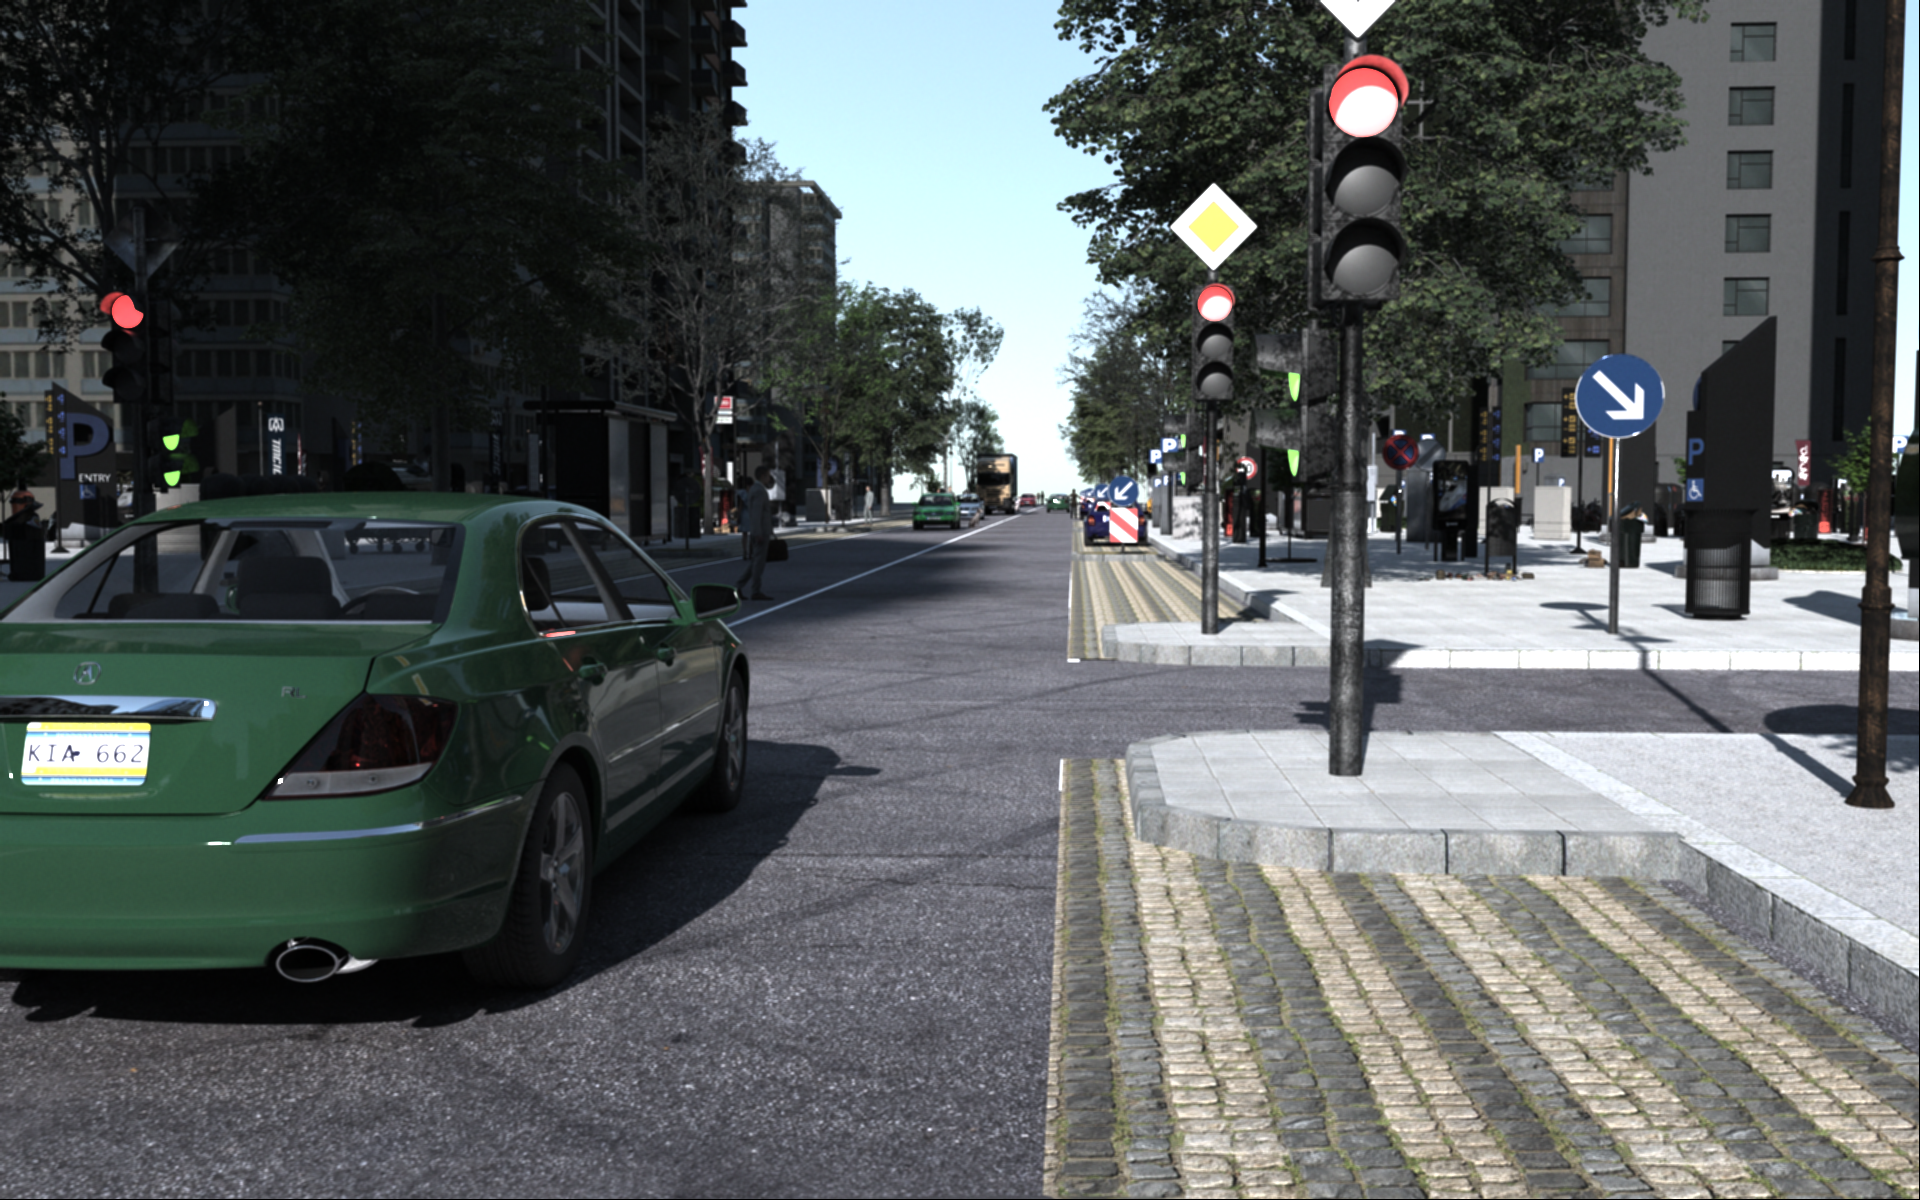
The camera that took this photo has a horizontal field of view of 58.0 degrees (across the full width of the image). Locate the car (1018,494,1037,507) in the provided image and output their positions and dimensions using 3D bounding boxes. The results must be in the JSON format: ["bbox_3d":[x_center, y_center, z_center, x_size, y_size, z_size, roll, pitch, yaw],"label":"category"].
[{"bbox_3d":[7.610,-11.322,194.158,2.155,1.783,4.494,0,4,5],"label":"car"}]

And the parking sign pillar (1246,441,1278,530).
[{"bbox_3d":[10.866,-4.482,61.746,1.447,3.967,1.447,2,4,23],"label":"parking sign pillar"}]

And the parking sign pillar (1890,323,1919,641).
[{"bbox_3d":[8.959,-1.644,15.352,1.447,3.967,1.447,-3,4,-38],"label":"parking sign pillar"}]

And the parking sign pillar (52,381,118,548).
[{"bbox_3d":[-21.114,-3.263,41.819,1.447,3.967,1.447,-2,4,-34],"label":"parking sign pillar"}]

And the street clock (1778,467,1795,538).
[{"bbox_3d":[21.987,-2.549,46.244,0.471,2.002,0.358,1,4,12],"label":"street clock"}]

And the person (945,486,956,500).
[{"bbox_3d":[-0.509,-4.614,84.038,0.694,1.812,0.767,-1,4,-20],"label":"person"}]

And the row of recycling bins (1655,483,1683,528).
[{"bbox_3d":[26.557,-3.570,65.484,1.069,1.692,3.534,2,4,33],"label":"row of recycling bins"}]

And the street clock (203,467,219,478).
[{"bbox_3d":[-20.135,-2.573,46.642,0.358,2.002,0.471,0,4,2],"label":"street clock"}]

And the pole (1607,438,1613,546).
[{"bbox_3d":[16.037,-2.983,42.613,0.158,3.312,0.155,0,3,0],"label":"pole"}]

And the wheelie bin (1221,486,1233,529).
[{"bbox_3d":[10.078,-3.430,63.981,0.980,1.594,0.693,3,5,44],"label":"wheelie bin"}]

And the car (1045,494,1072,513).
[{"bbox_3d":[7.639,-7.501,134.446,2.131,1.459,4.920,0,4,3],"label":"car"}]

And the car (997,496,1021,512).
[{"bbox_3d":[4.010,-7.985,142.919,2.083,1.381,4.827,0,4,2],"label":"car"}]

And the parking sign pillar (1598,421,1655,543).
[{"bbox_3d":[17.798,-3.523,46.075,1.447,3.967,1.447,2,4,25],"label":"parking sign pillar"}]

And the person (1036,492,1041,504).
[{"bbox_3d":[11.152,-14.487,246.178,1.217,1.723,0.721,0,4,7],"label":"person"}]

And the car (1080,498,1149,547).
[{"bbox_3d":[4.316,-2.184,48.293,1.945,1.354,3.894,0,4,4],"label":"car"}]

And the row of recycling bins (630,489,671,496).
[{"bbox_3d":[-11.074,-3.292,60.938,1.069,1.692,3.534,1,4,9],"label":"row of recycling bins"}]

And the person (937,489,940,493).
[{"bbox_3d":[-1.363,-5.963,106.544,0.990,1.755,0.434,-3,5,-43],"label":"person"}]

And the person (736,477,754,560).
[{"bbox_3d":[-4.535,-1.770,37.530,0.616,1.811,0.778,0,4,-2],"label":"person"}]

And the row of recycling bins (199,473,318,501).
[{"bbox_3d":[-14.086,-1.709,35.062,1.069,1.692,3.534,1,4,9],"label":"row of recycling bins"}]

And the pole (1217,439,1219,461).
[{"bbox_3d":[9.550,-4.336,64.742,0.158,3.312,0.155,0,3,0],"label":"pole"}]

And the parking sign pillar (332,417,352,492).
[{"bbox_3d":[-21.760,-4.463,61.435,1.447,3.967,1.447,0,4,4],"label":"parking sign pillar"}]

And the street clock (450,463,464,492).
[{"bbox_3d":[-11.664,-2.163,39.930,0.471,2.002,0.358,2,4,34],"label":"street clock"}]

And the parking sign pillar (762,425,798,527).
[{"bbox_3d":[-7.093,-4.858,67.904,1.447,3.967,1.447,0,4,0],"label":"parking sign pillar"}]

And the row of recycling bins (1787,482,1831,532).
[{"bbox_3d":[27.898,-3.194,59.340,3.534,1.692,1.069,1,4,20],"label":"row of recycling bins"}]

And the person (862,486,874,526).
[{"bbox_3d":[-4.123,-4.256,78.187,0.391,1.810,0.635,-3,5,-41],"label":"person"}]

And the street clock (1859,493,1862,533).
[{"bbox_3d":[29.689,-3.228,57.342,0.358,2.002,0.471,-2,4,-24],"label":"street clock"}]

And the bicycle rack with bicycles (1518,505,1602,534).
[{"bbox_3d":[19.710,-2.671,57.058,2.852,0.926,2.925,-1,4,-18],"label":"bicycle rack with bicycles"}]

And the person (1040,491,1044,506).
[{"bbox_3d":[10.080,-12.480,212.560,0.705,1.823,1.348,-1,4,-19],"label":"person"}]

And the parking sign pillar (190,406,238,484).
[{"bbox_3d":[-22.760,-3.939,52.876,1.447,3.967,1.447,-1,4,-20],"label":"parking sign pillar"}]

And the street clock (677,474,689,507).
[{"bbox_3d":[-9.923,-3.527,62.233,0.471,2.002,0.358,-1,4,-10],"label":"street clock"}]

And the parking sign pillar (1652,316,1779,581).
[{"bbox_3d":[11.659,-2.310,26.235,1.447,3.967,1.447,-1,4,-20],"label":"parking sign pillar"}]

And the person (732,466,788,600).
[{"bbox_3d":[-2.694,-0.903,23.385,0.853,1.813,0.709,-1,4,-18],"label":"person"}]

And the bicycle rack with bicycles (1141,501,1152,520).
[{"bbox_3d":[9.970,-4.320,84.014,2.925,0.926,2.852,-1,4,-22],"label":"bicycle rack with bicycles"}]

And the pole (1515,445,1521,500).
[{"bbox_3d":[23.125,-4.770,71.839,0.158,3.312,0.155,0,3,0],"label":"pole"}]

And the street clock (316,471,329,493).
[{"bbox_3d":[-19.953,-3.039,54.265,0.358,2.002,0.471,-3,5,-40],"label":"street clock"}]

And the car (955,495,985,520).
[{"bbox_3d":[0.395,-5.142,96.075,2.014,1.417,4.499,0,4,5],"label":"car"}]

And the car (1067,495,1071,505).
[{"bbox_3d":[13.108,-12.690,219.845,2.083,1.381,4.827,0,4,5],"label":"car"}]

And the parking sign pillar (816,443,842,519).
[{"bbox_3d":[-6.870,-6.264,90.892,1.447,3.967,1.447,1,4,9],"label":"parking sign pillar"}]

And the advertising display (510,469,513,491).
[{"bbox_3d":[-11.739,-2.451,45.286,0.123,1.923,0.974,-1,4,-15],"label":"advertising display"}]

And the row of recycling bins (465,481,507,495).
[{"bbox_3d":[-15.492,-2.928,54.982,3.534,1.692,1.069,3,4,38],"label":"row of recycling bins"}]

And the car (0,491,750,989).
[{"bbox_3d":[-1.985,0.325,6.483,2.131,1.459,4.920,0,4,3],"label":"car"}]

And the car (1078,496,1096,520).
[{"bbox_3d":[7.553,-5.156,96.882,1.945,1.354,3.894,0,4,4],"label":"car"}]

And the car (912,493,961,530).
[{"bbox_3d":[-0.934,-3.762,70.297,1.959,1.807,4.718,0,4,3],"label":"car"}]

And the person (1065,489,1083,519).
[{"bbox_3d":[6.651,-5.595,100.692,1.217,1.735,0.721,1,4,23],"label":"person"}]

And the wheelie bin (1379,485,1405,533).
[{"bbox_3d":[14.461,-3.062,57.974,0.693,1.594,0.980,-1,4,-17],"label":"wheelie bin"}]

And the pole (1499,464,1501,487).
[{"bbox_3d":[27.978,-5.858,89.627,0.158,3.312,0.155,0,3,0],"label":"pole"}]
